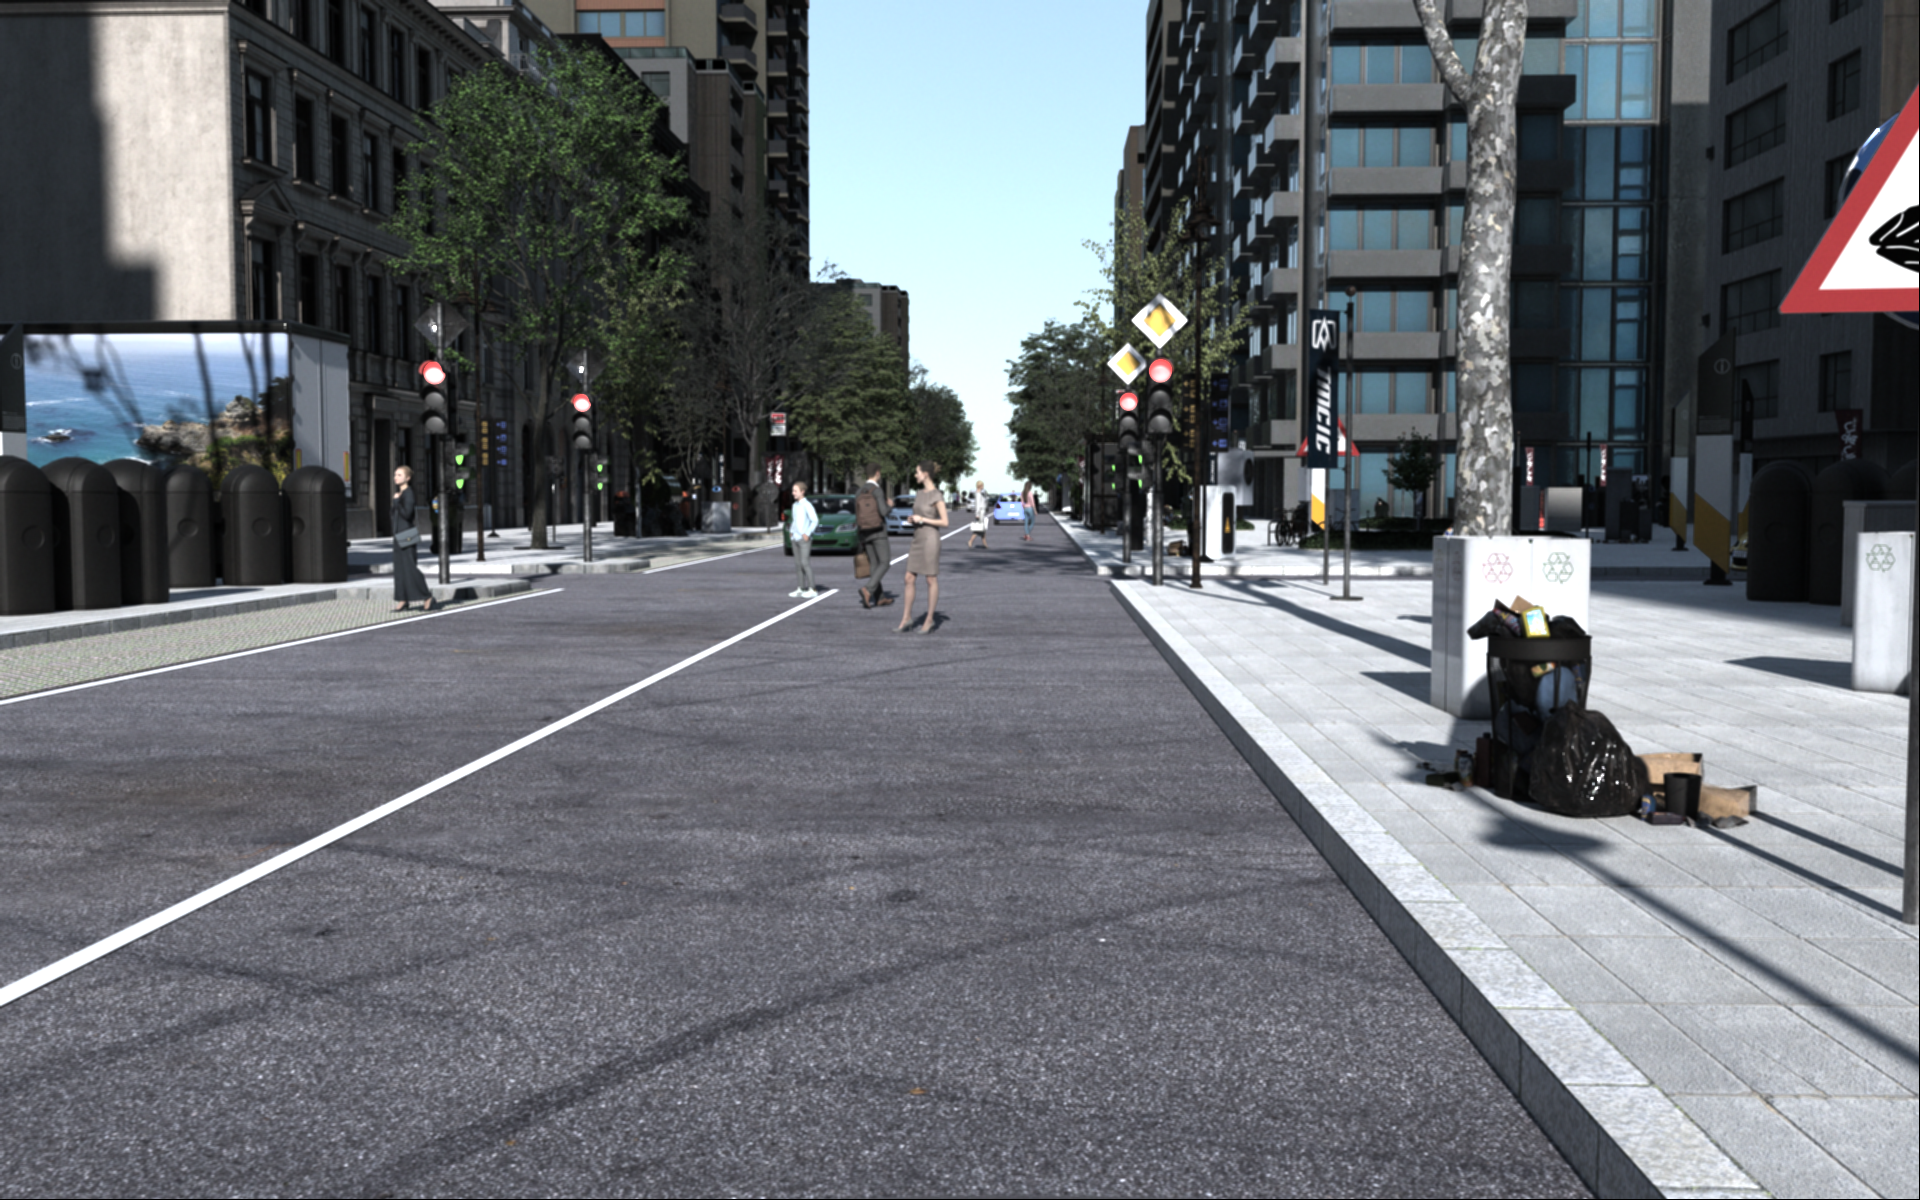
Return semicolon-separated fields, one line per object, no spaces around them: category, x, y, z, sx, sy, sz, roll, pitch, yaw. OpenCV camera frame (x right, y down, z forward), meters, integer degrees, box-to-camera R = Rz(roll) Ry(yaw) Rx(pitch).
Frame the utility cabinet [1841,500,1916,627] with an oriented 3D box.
utility cabinet;9.087;-0.346;16.825;1.020;1.237;0.306;-1;4;-17

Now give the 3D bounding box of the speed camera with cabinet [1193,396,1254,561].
speed camera with cabinet;5.213;-2.435;34.156;0.660;3.252;2.038;2;4;28

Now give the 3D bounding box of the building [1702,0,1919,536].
building;29.608;-16.781;46.067;14.107;30.474;14.160;0;4;2

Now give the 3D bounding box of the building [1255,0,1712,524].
building;25.811;-28.555;86.477;23.786;49.044;30.456;0;4;2

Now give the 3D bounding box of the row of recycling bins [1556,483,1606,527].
row of recycling bins;24.579;-3.657;66.897;3.534;1.692;1.069;-1;4;-12

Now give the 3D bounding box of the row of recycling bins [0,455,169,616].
row of recycling bins;-10.087;-0.727;19.004;1.069;1.692;3.534;1;4;16

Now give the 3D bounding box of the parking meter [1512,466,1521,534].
parking meter;11.643;-1.895;36.691;0.399;1.863;0.255;3;4;37

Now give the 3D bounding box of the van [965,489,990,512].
van;1.399;-8.039;138.456;2.013;2.044;4.112;0;4;3

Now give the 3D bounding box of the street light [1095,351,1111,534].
street light;4.577;-5.053;55.410;0.468;5.910;1.993;0;4;2

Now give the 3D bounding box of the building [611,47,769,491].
building;-20.906;-21.053;115.917;14.160;30.474;14.107;0;4;2

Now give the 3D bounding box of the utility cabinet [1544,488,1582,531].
utility cabinet;20.385;-3.051;58.559;1.173;1.500;0.318;0;4;-3

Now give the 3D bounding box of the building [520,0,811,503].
building;-23.822;-29.507;137.069;22.147;44.769;28.867;0;4;2

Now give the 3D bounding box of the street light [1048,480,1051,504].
street light;9.845;-12.865;183.135;0.468;5.910;1.993;0;4;2

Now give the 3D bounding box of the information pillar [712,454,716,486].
information pillar;-14.443;-6.750;101.717;0.183;3.616;0.504;-2;4;-33

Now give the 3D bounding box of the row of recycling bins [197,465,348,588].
row of recycling bins;-10.355;-1.045;24.205;3.534;1.692;1.069;-3;5;-40

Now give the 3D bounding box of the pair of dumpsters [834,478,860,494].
pair of dumpsters;-6.931;-6.322;105.856;1.574;2.255;4.437;0;4;2

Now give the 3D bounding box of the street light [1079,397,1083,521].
street light;5.655;-6.629;81.166;0.468;5.910;1.993;0;4;2

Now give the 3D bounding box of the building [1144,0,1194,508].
building;27.258;-32.129;149.005;21.300;48.544;21.600;0;4;2

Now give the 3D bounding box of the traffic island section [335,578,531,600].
traffic island section;-7.385;-0.151;24.752;2.009;0.180;2.903;0;4;2

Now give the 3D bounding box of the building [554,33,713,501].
building;-20.762;-16.035;91.850;12.332;23.373;15.834;0;4;2

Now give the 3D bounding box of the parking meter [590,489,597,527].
parking meter;-14.227;-3.574;66.839;0.372;1.533;0.369;0;3;0

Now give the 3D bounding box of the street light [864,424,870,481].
street light;-5.844;-8.356;109.413;0.468;5.910;1.993;0;4;2

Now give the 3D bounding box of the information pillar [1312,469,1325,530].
information pillar;10.216;-3.525;48.983;0.504;3.616;0.183;1;4;19

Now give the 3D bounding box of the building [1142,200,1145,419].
building;24.581;-24.213;167.580;14.160;30.474;14.107;0;4;2

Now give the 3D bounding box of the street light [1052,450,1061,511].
street light;8.748;-11.278;157.182;0.468;5.910;1.993;0;4;2

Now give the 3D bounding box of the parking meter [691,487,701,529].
parking meter;-9.832;-3.437;64.603;0.372;1.533;0.369;0;3;0

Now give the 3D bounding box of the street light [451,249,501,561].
street light;-9.157;-3.678;32.928;0.468;5.910;1.993;0;4;2

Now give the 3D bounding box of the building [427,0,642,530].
building;-22.312;-14.082;72.035;13.314;21.916;24.055;0;4;2

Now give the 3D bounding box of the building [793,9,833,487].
building;-22.588;-44.200;160.926;20.563;71.187;20.611;0;4;2

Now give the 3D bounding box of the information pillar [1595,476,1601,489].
information pillar;26.253;-4.078;71.169;0.304;2.012;0.304;2;4;31

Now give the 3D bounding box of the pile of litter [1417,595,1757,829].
pile of litter;2.656;0.399;7.444;1.176;0.858;1.719;0;4;-5

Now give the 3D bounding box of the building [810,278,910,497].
building;-14.390;-28.434;236.589;14.160;30.474;14.107;0;4;2

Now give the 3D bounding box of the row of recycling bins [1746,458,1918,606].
row of recycling bins;10.647;-0.772;19.737;1.069;1.692;3.534;-2;4;-33

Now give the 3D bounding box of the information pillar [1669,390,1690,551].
information pillar;16.239;-2.919;39.080;0.504;3.616;0.183;-2;4;-28

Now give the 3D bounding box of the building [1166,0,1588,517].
building;27.345;-30.787;122.984;23.786;49.044;30.456;0;4;2

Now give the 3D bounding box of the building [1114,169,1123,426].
building;26.846;-32.821;220.224;14.154;41.232;14.086;0;4;2

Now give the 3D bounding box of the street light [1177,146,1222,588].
street light;3.225;-3.101;23.482;0.468;5.910;1.993;0;4;2

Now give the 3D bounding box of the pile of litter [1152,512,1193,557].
pile of litter;4.801;-1.348;36.013;1.719;0.858;1.176;0;4;2

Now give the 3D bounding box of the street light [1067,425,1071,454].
street light;6.664;-8.191;106.712;0.468;5.910;1.993;0;4;2

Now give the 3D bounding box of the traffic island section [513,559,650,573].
traffic island section;-7.050;-0.639;32.730;2.009;0.180;2.903;0;4;2

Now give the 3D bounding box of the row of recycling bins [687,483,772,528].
row of recycling bins;-8.937;-3.673;67.166;3.534;1.692;1.069;1;4;15

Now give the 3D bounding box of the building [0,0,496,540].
building;-21.605;-11.365;50.441;10.561;19.102;19.286;0;4;2

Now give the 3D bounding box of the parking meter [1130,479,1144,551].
parking meter;3.985;-2.050;39.234;0.255;1.863;0.399;2;4;28

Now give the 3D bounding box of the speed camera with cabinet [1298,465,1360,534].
speed camera with cabinet;11.946;-3.777;56.093;2.038;3.252;0.660;-1;4;-22

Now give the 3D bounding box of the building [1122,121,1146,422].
building;26.611;-33.995;205.934;14.600;45.320;14.200;0;4;2

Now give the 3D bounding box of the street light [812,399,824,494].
street light;-6.902;-6.829;84.449;0.468;5.910;1.993;0;4;2

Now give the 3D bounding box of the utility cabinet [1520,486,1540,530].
utility cabinet;14.962;-2.316;46.548;0.318;1.500;1.173;-3;5;-41

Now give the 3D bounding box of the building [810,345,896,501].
building;-22.959;-22.643;215.254;27.650;21.520;28.899;0;4;2

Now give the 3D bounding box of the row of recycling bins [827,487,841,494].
row of recycling bins;-7.403;-5.682;100.009;1.069;1.692;3.534;0;3;0

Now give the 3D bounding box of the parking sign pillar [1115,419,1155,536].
parking sign pillar;5.518;-3.963;53.272;1.447;3.967;1.447;-1;4;-8

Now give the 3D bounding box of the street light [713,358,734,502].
street light;-8.015;-5.268;58.927;0.468;5.910;1.993;0;4;2
